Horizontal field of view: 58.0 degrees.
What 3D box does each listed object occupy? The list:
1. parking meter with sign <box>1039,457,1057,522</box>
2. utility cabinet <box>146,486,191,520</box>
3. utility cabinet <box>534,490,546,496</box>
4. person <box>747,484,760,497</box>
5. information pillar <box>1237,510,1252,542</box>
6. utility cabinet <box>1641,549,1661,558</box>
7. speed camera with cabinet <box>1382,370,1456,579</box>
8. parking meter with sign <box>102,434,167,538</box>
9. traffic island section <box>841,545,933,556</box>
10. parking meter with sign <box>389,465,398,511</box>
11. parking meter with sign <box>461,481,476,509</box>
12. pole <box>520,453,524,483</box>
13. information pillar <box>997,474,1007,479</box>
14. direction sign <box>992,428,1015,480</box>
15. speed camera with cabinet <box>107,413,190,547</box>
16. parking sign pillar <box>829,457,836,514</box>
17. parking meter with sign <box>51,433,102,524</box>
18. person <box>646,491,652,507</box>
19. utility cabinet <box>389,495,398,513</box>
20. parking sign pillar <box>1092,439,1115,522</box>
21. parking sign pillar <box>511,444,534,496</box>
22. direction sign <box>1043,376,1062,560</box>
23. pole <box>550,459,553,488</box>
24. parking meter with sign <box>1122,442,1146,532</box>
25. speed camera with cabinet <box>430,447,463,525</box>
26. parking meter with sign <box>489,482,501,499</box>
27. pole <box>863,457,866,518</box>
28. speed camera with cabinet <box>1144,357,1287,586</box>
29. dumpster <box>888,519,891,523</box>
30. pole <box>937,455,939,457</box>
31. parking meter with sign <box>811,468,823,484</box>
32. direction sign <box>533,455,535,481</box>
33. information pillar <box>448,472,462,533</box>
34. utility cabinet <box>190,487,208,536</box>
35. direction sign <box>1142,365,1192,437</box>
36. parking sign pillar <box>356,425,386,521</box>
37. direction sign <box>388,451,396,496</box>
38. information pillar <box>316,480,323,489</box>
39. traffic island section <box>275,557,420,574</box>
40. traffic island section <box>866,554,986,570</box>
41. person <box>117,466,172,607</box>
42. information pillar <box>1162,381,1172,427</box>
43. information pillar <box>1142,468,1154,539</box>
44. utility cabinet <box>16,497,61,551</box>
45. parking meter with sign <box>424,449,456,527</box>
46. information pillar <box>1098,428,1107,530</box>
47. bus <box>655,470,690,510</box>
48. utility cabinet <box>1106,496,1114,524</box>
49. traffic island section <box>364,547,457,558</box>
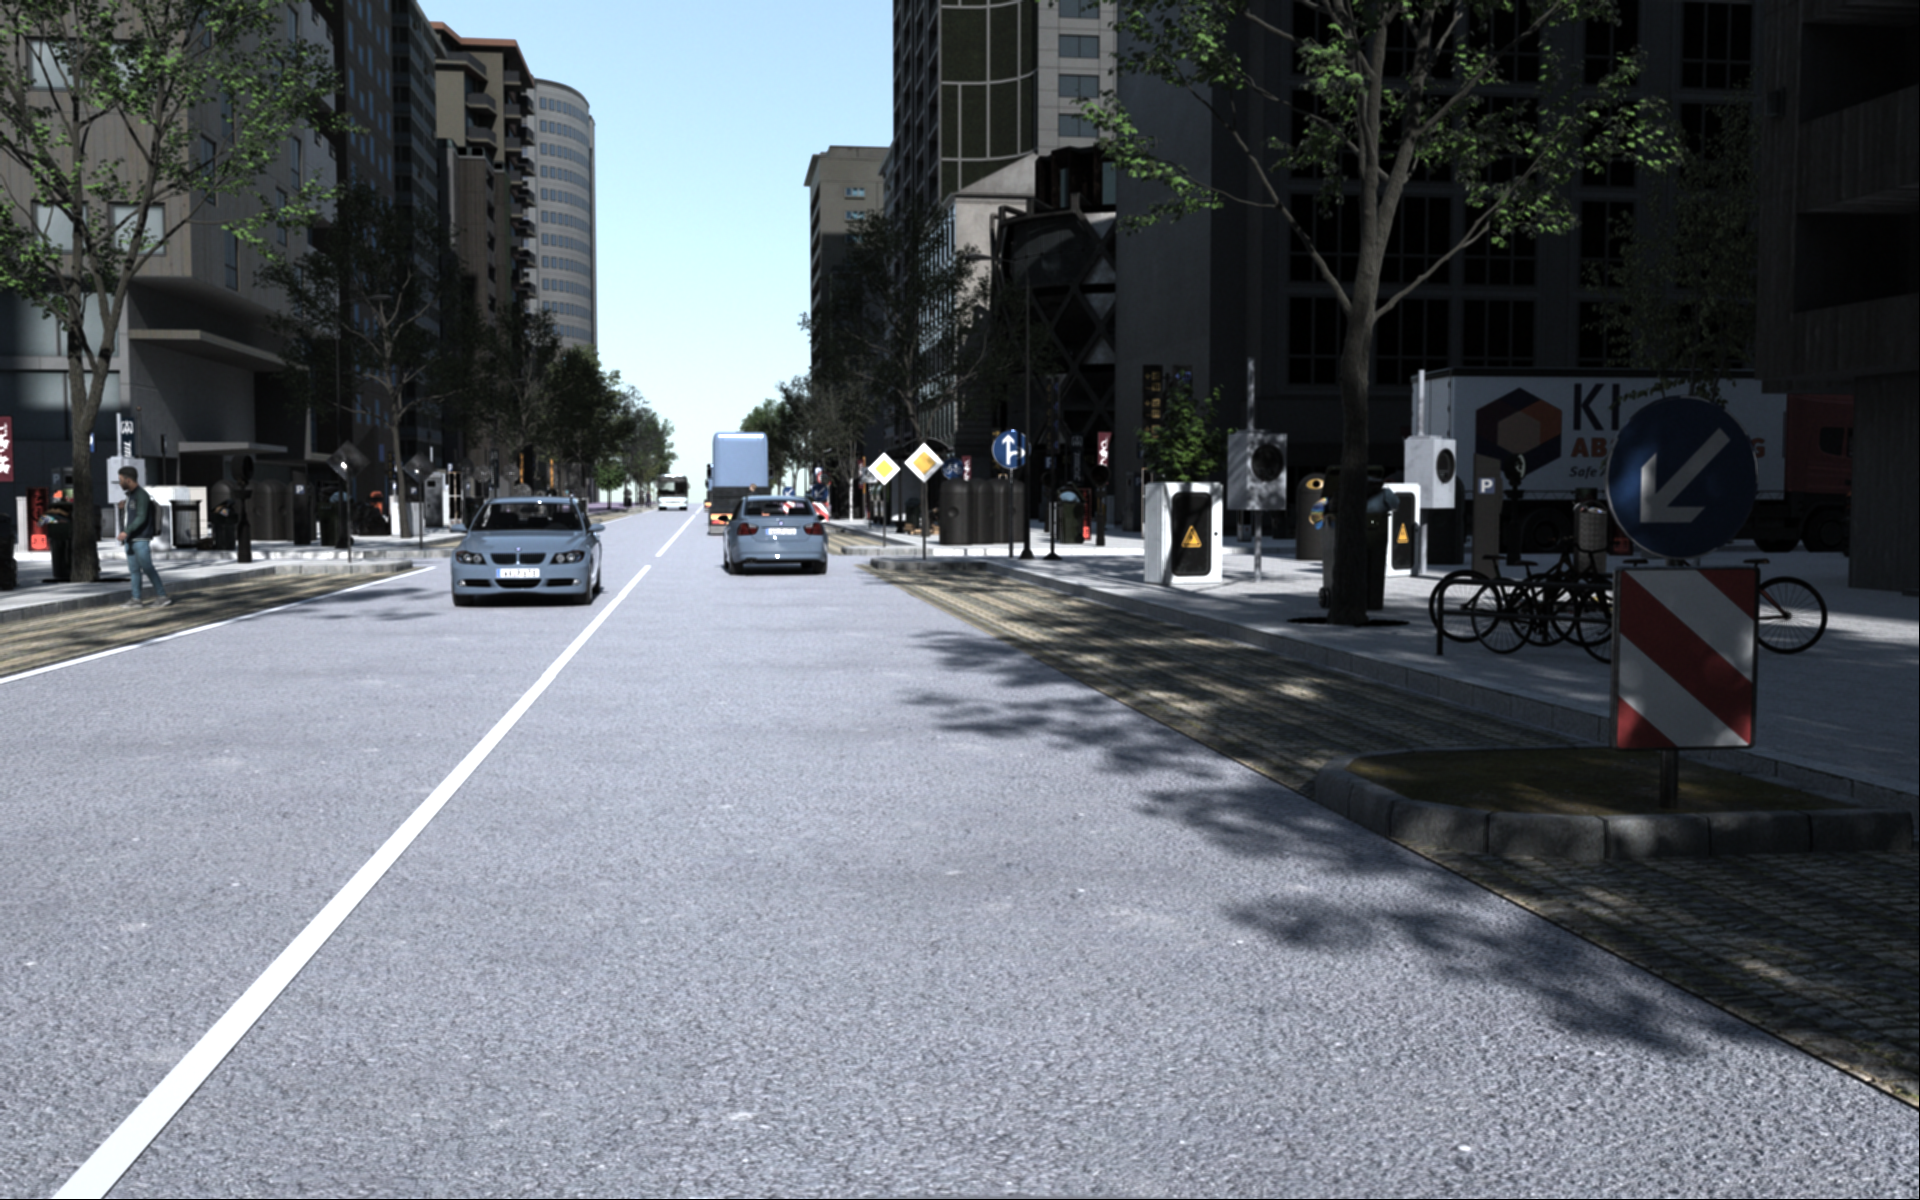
[{"bbox_3d":[4.003,-5.107,79.768,0.543,3.016,1.738,1,4,15],"label":"parking meter with sign"},{"bbox_3d":[-20.832,-2.238,45.265,1.173,1.500,0.318,1,4,9],"label":"utility cabinet"},{"bbox_3d":[-25.001,-5.759,102.838,0.318,1.500,1.173,-3,5,-44],"label":"utility cabinet"},{"bbox_3d":[-6.887,-3.016,58.231,0.534,1.772,0.576,1,4,18],"label":"person"},{"bbox_3d":[7.633,-2.564,46.416,0.304,2.012,0.304,-1,4,-17],"label":"information pillar"},{"bbox_3d":[14.051,-1.592,34.705,1.173,1.500,0.318,-3,5,-44],"label":"utility cabinet"},{"bbox_3d":[6.982,-1.999,27.027,2.038,3.252,0.660,-3,5,-45],"label":"speed camera with cabinet"},{"bbox_3d":[-24.032,-3.310,50.381,1.738,3.016,0.543,-1,4,-19],"label":"parking meter with sign"},{"bbox_3d":[-1.802,-1.191,41.750,2.009,0.180,2.903,0,4,-8],"label":"traffic island section"},{"bbox_3d":[-30.914,-6.023,94.729,0.543,3.016,1.738,-2,4,-28],"label":"parking meter with sign"},{"bbox_3d":[-28.131,-6.224,98.029,1.738,3.016,0.543,1,4,15],"label":"parking meter with sign"},{"bbox_3d":[-21.747,-5.635,85.982,0.158,3.312,0.155,0,3,0],"label":"pole"},{"bbox_3d":[1.568,-3.677,64.617,0.304,2.012,0.304,-1,4,-13],"label":"information pillar"},{"bbox_3d":[1.480,-4.111,59.208,0.876,3.537,0.379,2,4,27],"label":"direction sign"},{"bbox_3d":[-19.856,-2.939,42.387,2.038,3.252,0.660,1,4,19],"label":"speed camera with cabinet"},{"bbox_3d":[-7.866,-7.485,110.845,1.447,3.967,1.447,0,4,-5],"label":"parking sign pillar"},{"bbox_3d":[-25.218,-3.215,48.827,0.543,3.016,1.738,1,4,20],"label":"parking meter with sign"},{"bbox_3d":[-31.885,-10.325,177.754,0.568,1.767,0.683,1,4,19],"label":"person"},{"bbox_3d":[-27.289,-4.453,83.961,0.306,1.237,1.020,1,4,10],"label":"utility cabinet"},{"bbox_3d":[6.870,-5.648,80.812,1.447,3.967,1.447,3,5,43],"label":"parking sign pillar"},{"bbox_3d":[-22.653,-6.177,89.471,1.447,3.967,1.447,2,4,31],"label":"parking sign pillar"},{"bbox_3d":[1.808,-2.555,33.765,0.379,3.537,0.876,-1,4,-12],"label":"direction sign"},{"bbox_3d":[-23.404,-6.453,99.343,0.158,3.312,0.155,0,3,0],"label":"pole"},{"bbox_3d":[5.995,-3.842,59.081,0.543,3.016,1.738,-1,4,-16],"label":"parking meter with sign"},{"bbox_3d":[-21.488,-4.766,72.258,2.038,3.252,0.660,3,5,42],"label":"speed camera with cabinet"},{"bbox_3d":[-30.299,-7.134,112.901,0.543,3.016,1.738,2,4,27],"label":"parking meter with sign"},{"bbox_3d":[-5.225,-6.133,94.115,0.158,3.312,0.155,0,3,0],"label":"pole"},{"bbox_3d":[3.657,-1.859,24.723,2.038,3.252,0.660,-2,4,-23],"label":"speed camera with cabinet"},{"bbox_3d":[-2.825,-4.570,77.219,1.502,2.255,1.985,0,4,-8],"label":"dumpster"},{"bbox_3d":[-1.006,-5.284,80.241,0.158,3.312,0.155,0,3,0],"label":"pole"},{"bbox_3d":[-9.451,-7.158,113.286,0.543,3.016,1.738,1,4,10],"label":"parking meter with sign"},{"bbox_3d":[-25.033,-6.698,101.506,0.379,3.537,0.876,-2,4,-29],"label":"direction sign"},{"bbox_3d":[-16.855,-3.264,57.853,0.304,2.012,0.304,2,4,29],"label":"information pillar"},{"bbox_3d":[-23.462,-2.677,52.450,1.173,1.500,0.318,-3,5,-40],"label":"utility cabinet"},{"bbox_3d":[3.638,-2.352,30.456,0.876,3.537,0.379,0,4,-4],"label":"direction sign"},{"bbox_3d":[-23.057,-4.847,67.719,1.447,3.967,1.447,3,4,36],"label":"parking sign pillar"},{"bbox_3d":[-30.206,-6.124,92.124,0.379,3.537,0.876,0,4,5],"label":"direction sign"},{"bbox_3d":[-34.211,-5.387,92.573,0.304,2.012,0.304,0,4,-4],"label":"information pillar"},{"bbox_3d":[-11.412,-0.615,32.328,2.009,0.180,2.903,0,4,-8],"label":"traffic island section"},{"bbox_3d":[-0.678,-0.707,33.844,2.009,0.180,2.903,0,4,-8],"label":"traffic island section"},{"bbox_3d":[-10.380,-0.796,21.855,0.623,1.781,0.721,3,4,38],"label":"person"},{"bbox_3d":[4.064,-2.555,33.124,0.183,3.616,0.504,-3,4,-36],"label":"information pillar"},{"bbox_3d":[5.323,-2.726,49.056,0.304,2.012,0.304,1,4,16],"label":"information pillar"},{"bbox_3d":[-20.849,-1.716,39.226,1.020,1.237,0.306,1,4,20],"label":"utility cabinet"},{"bbox_3d":[-20.294,-4.310,66.725,1.738,3.016,0.543,-1,4,-15],"label":"parking meter with sign"},{"bbox_3d":[5.074,-4.316,61.919,0.183,3.616,0.504,-2,4,-25],"label":"information pillar"},{"bbox_3d":[-25.669,-9.781,154.779,2.948,3.499,13.247,-1,4,-9],"label":"bus"},{"bbox_3d":[6.632,-3.809,73.444,0.306,1.237,1.020,3,5,44],"label":"utility cabinet"},{"bbox_3d":[-12.536,-1.098,40.234,2.009,0.180,2.903,0,4,-8],"label":"traffic island section"}]
